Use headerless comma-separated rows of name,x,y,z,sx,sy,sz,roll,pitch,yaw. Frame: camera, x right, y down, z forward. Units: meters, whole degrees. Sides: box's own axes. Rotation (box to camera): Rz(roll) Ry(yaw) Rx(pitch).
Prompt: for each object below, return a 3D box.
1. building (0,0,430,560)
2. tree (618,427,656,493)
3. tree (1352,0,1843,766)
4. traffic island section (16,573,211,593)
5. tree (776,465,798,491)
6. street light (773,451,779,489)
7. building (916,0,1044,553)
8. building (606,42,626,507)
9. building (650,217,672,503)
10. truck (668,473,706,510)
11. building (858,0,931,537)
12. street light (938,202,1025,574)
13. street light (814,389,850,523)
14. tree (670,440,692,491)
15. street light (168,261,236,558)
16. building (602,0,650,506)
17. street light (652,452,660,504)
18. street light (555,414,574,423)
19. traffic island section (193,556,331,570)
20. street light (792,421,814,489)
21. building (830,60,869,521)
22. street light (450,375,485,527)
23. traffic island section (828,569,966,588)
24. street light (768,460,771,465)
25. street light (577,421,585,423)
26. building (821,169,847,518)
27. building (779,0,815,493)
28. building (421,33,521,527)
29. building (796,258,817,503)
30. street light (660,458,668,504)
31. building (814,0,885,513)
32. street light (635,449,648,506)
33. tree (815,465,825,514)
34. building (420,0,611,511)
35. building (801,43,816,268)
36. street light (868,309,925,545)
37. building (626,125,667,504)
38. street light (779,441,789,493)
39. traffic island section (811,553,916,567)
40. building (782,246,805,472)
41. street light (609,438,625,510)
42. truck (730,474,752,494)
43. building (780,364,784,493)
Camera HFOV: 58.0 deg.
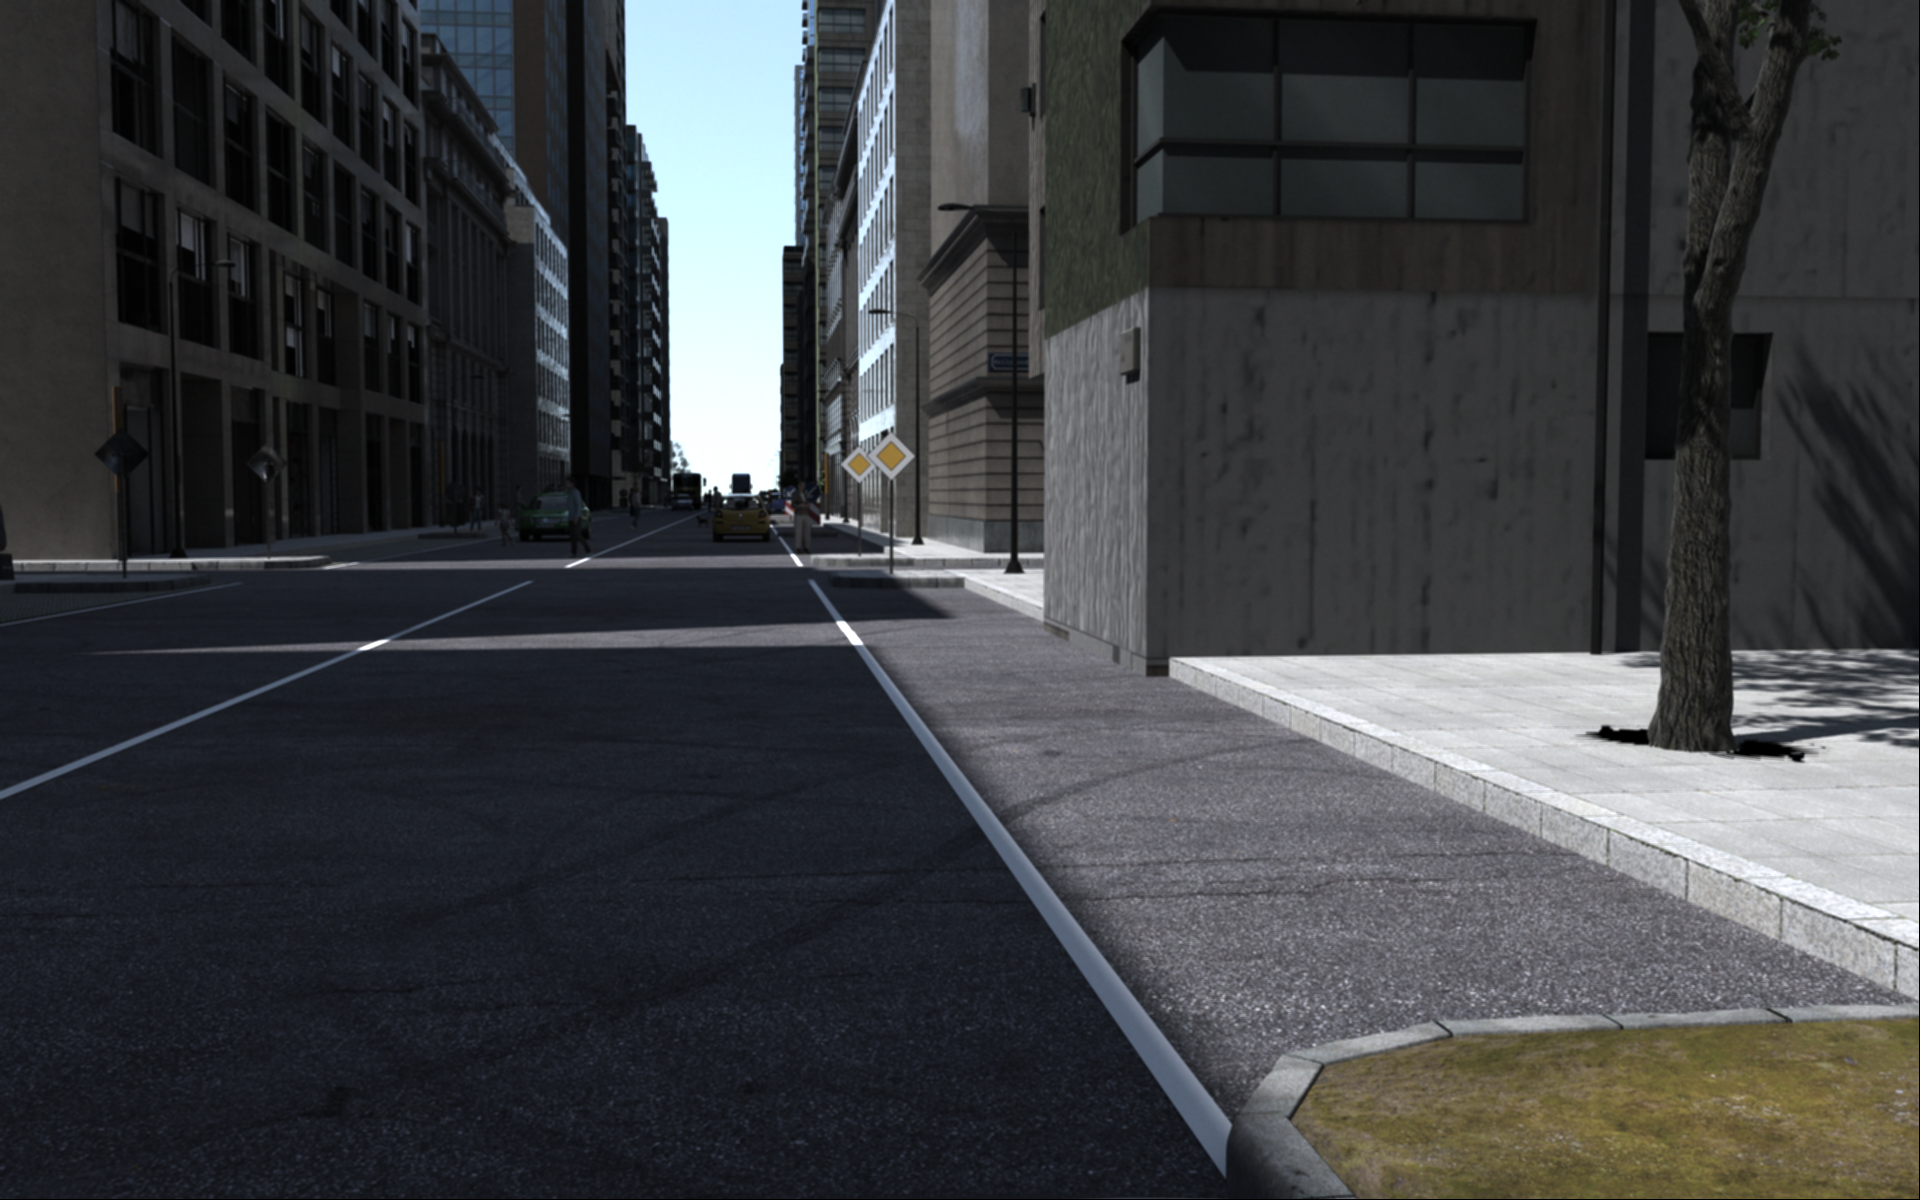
building,-28.092,-14.928,48.590,19.350,26.468,34.151,0,4,-7
tree,-34.698,-14.384,185.539,4.360,8.622,3.978,0,3,0
tree,3.883,-5.053,8.380,9.928,11.665,9.643,0,3,0
traffic island section,-12.734,-0.250,26.363,2.009,0.180,2.903,0,4,-7
tree,-18.745,-12.825,193.398,4.285,4.588,4.351,0,3,0
street light,-19.052,-13.077,186.350,1.470,5.913,1.316,0,4,-7
building,16.699,-13.752,43.923,34.723,24.649,14.460,0,4,-7
building,-43.788,-31.210,164.913,22.147,44.769,28.867,0,4,-7
building,-48.948,-34.520,247.991,14.154,41.232,14.086,0,4,-7
truck,-25.341,-10.084,160.797,3.469,3.379,9.791,-1,4,-9
building,2.250,-12.516,59.395,10.420,20.320,16.860,0,4,-7
street light,0.341,-3.381,27.825,1.470,5.913,1.316,0,4,-7
street light,-5.611,-6.382,76.887,1.470,5.913,1.316,0,4,-7
tree,-44.708,-20.337,266.919,7.601,10.594,8.767,0,4,1
street light,-15.106,-3.792,34.547,1.470,5.913,1.316,0,4,-7
building,-46.679,-46.531,199.040,20.563,71.187,20.611,0,4,-7
street light,-34.472,-13.447,192.402,1.470,5.913,1.316,0,4,-7
street light,-23.368,-7.856,100.993,1.470,5.913,1.316,0,4,-7
traffic island section,-13.704,-0.734,34.289,2.009,0.180,2.903,0,4,-7
street light,-9.825,-8.429,110.349,1.470,5.913,1.316,0,4,-7
building,1.220,-14.596,80.447,13.314,21.916,24.055,0,4,-7
street light,-19.267,-5.824,67.766,1.470,5.913,1.316,0,4,-7
traffic island section,-1.078,-0.336,27.779,2.009,0.180,2.903,0,4,-7
street light,-25.074,-16.092,235.651,1.470,5.913,1.316,0,4,-7
street light,-24.441,-8.399,109.862,1.470,5.913,1.316,0,4,-7
building,-2.886,-15.467,102.030,9.793,20.994,18.267,0,4,-7
building,-15.170,-57.518,253.089,22.319,86.520,31.000,0,4,-7
building,-28.024,-14.447,78.002,13.314,21.916,24.055,0,4,-7
building,0.760,-18.231,143.121,27.650,21.520,28.899,0,4,-7
street light,-38.575,-15.479,225.628,1.470,5.913,1.316,0,4,-7
building,-3.086,-26.718,120.439,14.154,41.232,14.086,0,4,-7
street light,-32.617,-12.515,177.158,1.470,5.913,1.316,0,4,-7
tree,-8.899,-7.218,112.623,1.663,3.219,1.824,0,3,0
building,-36.855,-30.213,144.088,14.600,45.320,14.200,0,4,-7
building,-4.233,-33.758,171.553,23.786,49.044,30.456,0,4,-7
street light,-1.607,-4.349,43.648,1.470,5.913,1.316,0,4,-7
building,-50.691,-37.021,224.902,23.786,49.044,30.456,0,4,-7
street light,-14.937,-11.024,152.787,1.470,5.913,1.316,0,4,-7
traffic island section,-2.048,-0.821,35.705,2.009,0.180,2.903,0,4,-7
building,-13.759,-26.393,203.233,14.160,30.474,14.107,0,4,-7
street light,-28.504,-10.483,143.933,1.470,5.913,1.316,0,4,-7
truck,-27.874,-14.162,221.308,2.967,4.110,18.799,0,4,-8
building,-9.254,-23.281,225.678,27.650,21.520,28.899,0,4,-7
